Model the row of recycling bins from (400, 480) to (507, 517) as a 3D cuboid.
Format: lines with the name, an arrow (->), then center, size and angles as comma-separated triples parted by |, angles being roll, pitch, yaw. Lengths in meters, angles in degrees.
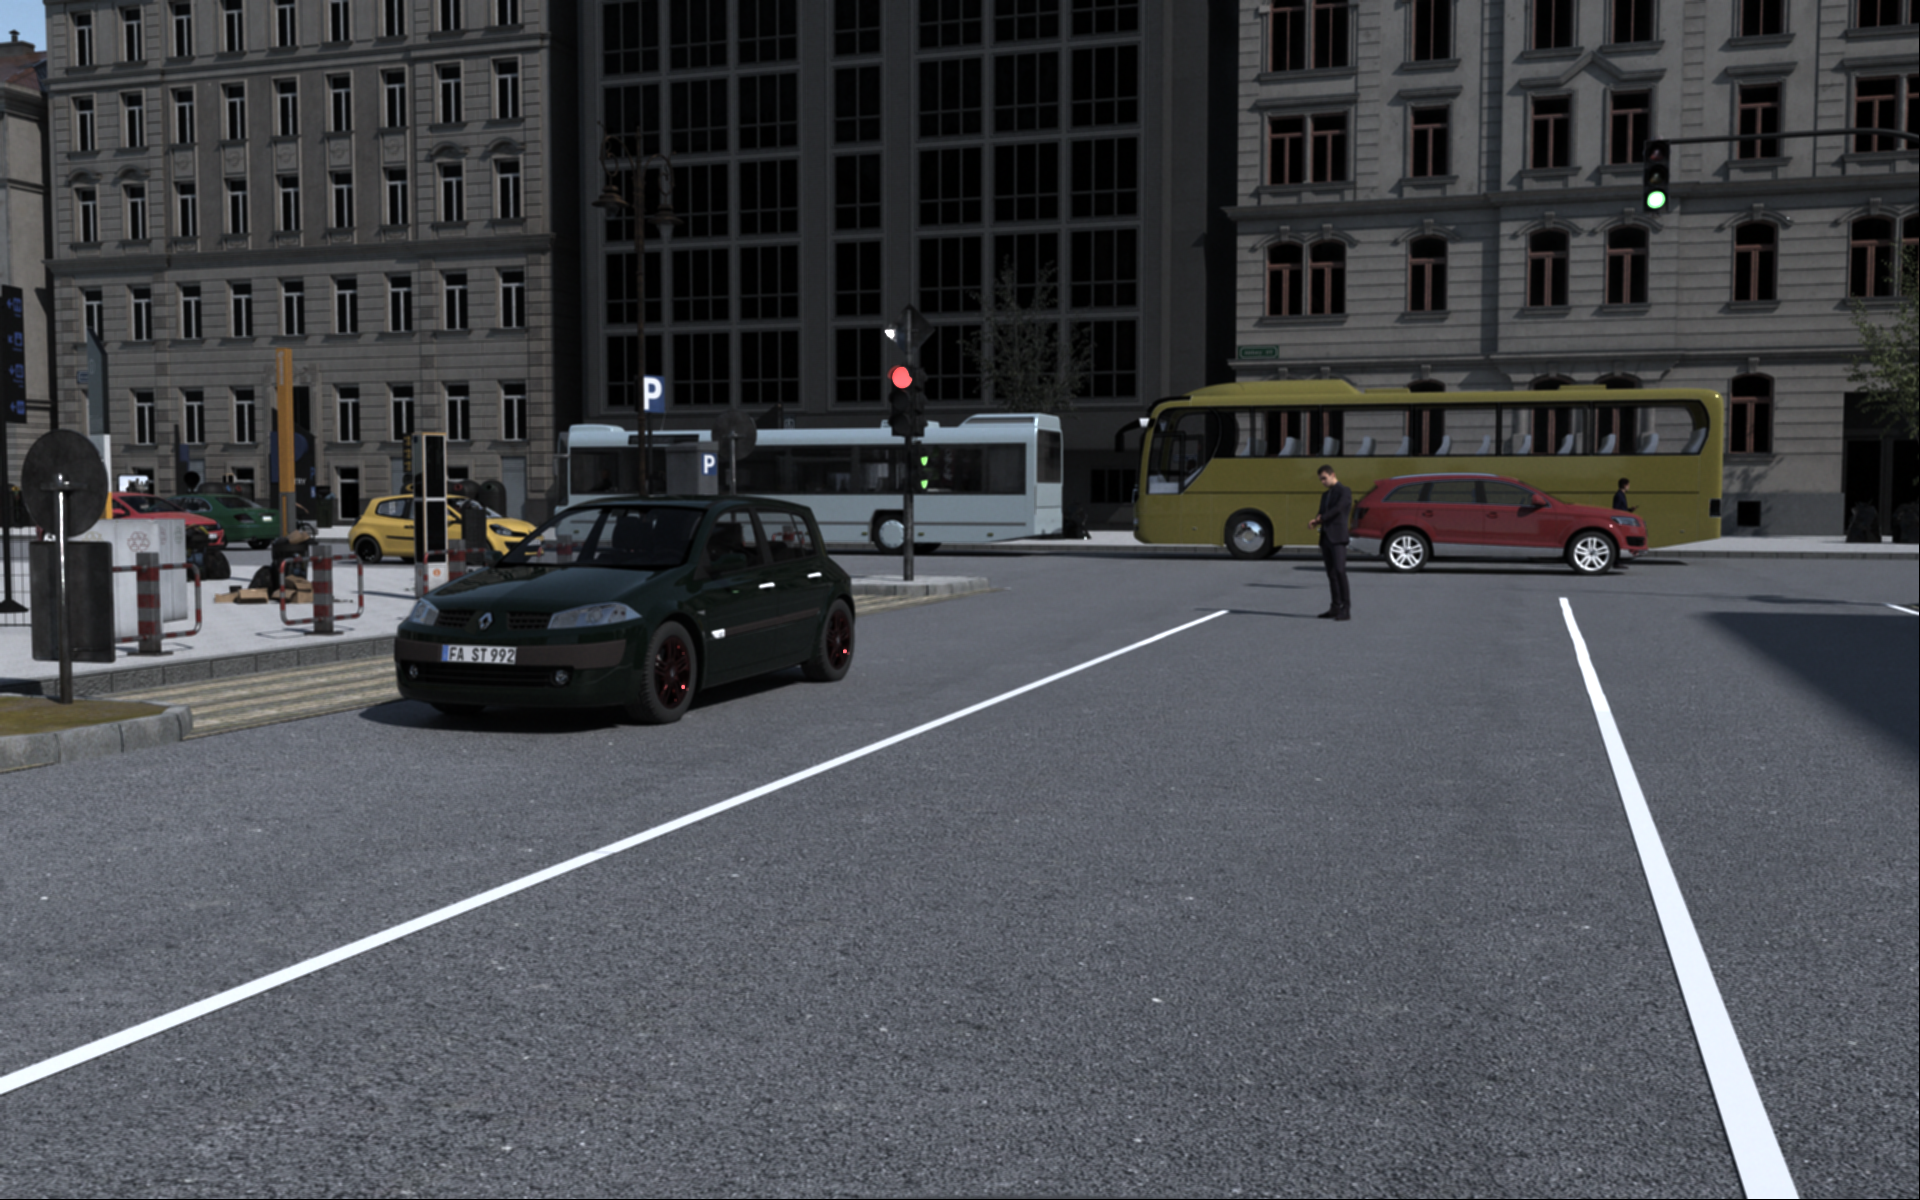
row of recycling bins -> -14.802, -2.661, 50.623 | 3.534, 1.692, 1.069 | 1, 4, 20

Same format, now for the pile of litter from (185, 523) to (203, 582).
pile of litter -> -11.588, -0.717, 25.681 | 1.176, 0.858, 1.719 | 2, 4, 34

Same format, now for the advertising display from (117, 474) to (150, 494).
advertising display -> -26.914, -3.132, 56.418 | 0.974, 1.923, 0.123 | -3, 5, -43

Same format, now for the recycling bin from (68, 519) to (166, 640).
recycling bin -> -7.490, -0.171, 15.357 | 0.722, 1.027, 0.722 | -2, 4, -27

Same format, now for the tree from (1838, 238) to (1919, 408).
tree -> 26.897, -5.982, 48.165 | 4.737, 8.622, 4.395 | 0, 3, 0

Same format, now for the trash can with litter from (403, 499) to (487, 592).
trash can with litter -> -6.971, -0.775, 23.735 | 1.678, 1.210, 2.233 | 1, 4, 18

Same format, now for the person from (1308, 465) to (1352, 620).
person -> 4.228, -0.668, 19.872 | 0.568, 1.767, 0.683 | -2, 4, -24

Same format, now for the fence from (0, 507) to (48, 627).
fence -> -9.272, -0.280, 15.789 | 2.264, 1.192, 0.480 | 0, 4, -1

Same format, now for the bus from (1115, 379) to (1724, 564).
bus -> 9.638, -2.797, 37.274 | 12.252, 3.916, 2.896 | 1, 4, 17

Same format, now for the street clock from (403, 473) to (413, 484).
street clock -> -19.368, -3.452, 61.011 | 0.471, 2.002, 0.358 | 2, 4, 30

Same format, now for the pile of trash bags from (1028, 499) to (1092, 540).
pile of trash bags -> 2.386, -2.471, 50.148 | 1.912, 1.369, 3.447 | -1, 4, -21

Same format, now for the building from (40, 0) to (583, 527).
building -> -25.277, -16.981, 74.895 | 25.104, 27.353, 12.463 | 1, 4, 18

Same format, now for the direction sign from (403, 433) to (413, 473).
direction sign -> -20.376, -4.442, 64.627 | 0.379, 3.537, 0.876 | 3, 4, 38

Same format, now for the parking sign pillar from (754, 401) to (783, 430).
parking sign pillar -> -5.691, -3.796, 50.531 | 1.447, 3.967, 1.447 | 1, 4, 22

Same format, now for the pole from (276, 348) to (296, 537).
pole -> -9.446, -1.863, 24.298 | 0.158, 3.312, 0.155 | 0, 3, 0

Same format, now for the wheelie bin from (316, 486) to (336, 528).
wheelie bin -> -24.087, -3.524, 65.517 | 0.980, 1.594, 0.693 | -3, 4, -38

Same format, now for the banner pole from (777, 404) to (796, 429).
banner pole -> -4.835, -3.545, 47.979 | 0.863, 3.779, 0.401 | 3, 4, 39

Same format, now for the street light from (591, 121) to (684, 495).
street light -> -4.044, -3.006, 21.942 | 0.468, 5.910, 1.993 | 1, 4, 18

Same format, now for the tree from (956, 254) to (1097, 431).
tree -> 2.086, -6.345, 54.104 | 4.360, 8.622, 3.978 | 0, 3, 0

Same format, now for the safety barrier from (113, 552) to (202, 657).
safety barrier -> -6.450, 0.031, 13.770 | 0.300, 0.817, 1.120 | 1, 4, 18

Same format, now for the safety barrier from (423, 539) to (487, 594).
safety barrier -> -5.150, -0.212, 17.748 | 0.300, 0.817, 1.120 | 1, 4, 18

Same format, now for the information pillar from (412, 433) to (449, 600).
information pillar -> -6.392, -1.004, 20.913 | 0.304, 2.012, 0.304 | -3, 5, -42

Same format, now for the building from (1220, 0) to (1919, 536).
building -> 21.622, -16.668, 59.920 | 23.554, 28.519, 14.401 | 1, 4, 18

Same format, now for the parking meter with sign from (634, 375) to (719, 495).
parking meter with sign -> -3.877, -1.759, 25.022 | 1.738, 3.016, 0.543 | 2, 4, 35

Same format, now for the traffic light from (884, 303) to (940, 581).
traffic light -> -0.746, -2.240, 25.539 | 0.839, 4.253, 0.868 | 1, 4, 18

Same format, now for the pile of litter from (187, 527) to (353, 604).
pile of litter -> -8.078, -0.406, 20.597 | 1.719, 0.858, 1.176 | 2, 4, 30

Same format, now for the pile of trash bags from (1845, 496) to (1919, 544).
pile of trash bags -> 24.828, -2.155, 44.993 | 3.447, 1.369, 1.912 | 3, 5, 42

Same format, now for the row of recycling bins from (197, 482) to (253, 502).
row of recycling bins -> -25.036, -3.170, 58.946 | 1.069, 1.692, 3.534 | 0, 4, -3

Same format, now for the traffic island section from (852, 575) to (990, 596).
traffic island section -> -0.781, -0.208, 25.685 | 2.009, 0.180, 2.903 | 1, 4, 18

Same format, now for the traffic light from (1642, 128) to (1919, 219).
traffic light -> 10.990, -2.870, 21.585 | 4.771, 5.953, 1.251 | 1, 4, 18

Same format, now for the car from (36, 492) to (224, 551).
car -> -19.024, -1.879, 39.765 | 4.494, 1.783, 2.155 | 1, 4, 20

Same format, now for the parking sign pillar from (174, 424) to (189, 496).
parking sign pillar -> -30.300, -4.832, 67.477 | 1.447, 3.967, 1.447 | -1, 4, -22

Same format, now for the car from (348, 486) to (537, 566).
car -> -10.499, -1.549, 35.546 | 3.980, 1.641, 2.015 | 1, 4, 17

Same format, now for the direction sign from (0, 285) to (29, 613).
direction sign -> -10.339, -1.634, 18.718 | 0.379, 3.537, 0.876 | 0, 4, 2

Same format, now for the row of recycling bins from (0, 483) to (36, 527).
row of recycling bins -> -36.007, -3.736, 68.191 | 3.534, 1.692, 1.069 | -3, 5, -44

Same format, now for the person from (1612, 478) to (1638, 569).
person -> 12.787, -1.478, 33.369 | 0.504, 1.737, 0.576 | 1, 4, 12

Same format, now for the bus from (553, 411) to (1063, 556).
bus -> -4.232, -2.896, 42.212 | 13.247, 3.499, 2.948 | 1, 4, 17

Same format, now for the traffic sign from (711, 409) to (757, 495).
traffic sign -> -3.411, -1.586, 26.032 | 0.768, 2.556, 0.104 | 1, 4, 21

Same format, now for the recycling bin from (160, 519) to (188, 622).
recycling bin -> -8.291, -0.299, 17.436 | 0.722, 1.027, 0.722 | 0, 4, 1

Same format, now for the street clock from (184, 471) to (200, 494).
street clock -> -24.351, -3.081, 54.948 | 0.471, 2.002, 0.358 | -1, 4, -22

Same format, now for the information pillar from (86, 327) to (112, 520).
information pillar -> -12.030, -2.010, 24.225 | 0.504, 3.616, 0.183 | 3, 5, 41

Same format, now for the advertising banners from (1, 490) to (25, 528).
advertising banners -> -36.045, -4.232, 65.386 | 2.074, 3.025, 0.090 | 2, 4, 28

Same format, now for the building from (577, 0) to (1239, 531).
building -> -1.388, -16.725, 66.955 | 24.014, 27.812, 14.314 | 1, 4, 18

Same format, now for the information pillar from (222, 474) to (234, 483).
information pillar -> -26.839, -3.613, 63.558 | 0.304, 2.012, 0.304 | 2, 4, 31

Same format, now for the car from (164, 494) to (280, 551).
car -> -19.855, -2.027, 44.947 | 4.920, 1.459, 2.131 | 1, 4, 19

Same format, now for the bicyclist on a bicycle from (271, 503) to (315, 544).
bicyclist on a bicycle -> -18.589, -2.330, 48.111 | 1.625, 1.676, 1.499 | 1, 4, 19

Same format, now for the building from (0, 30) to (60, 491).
building -> -47.747, -14.958, 80.722 | 21.152, 22.565, 11.583 | 1, 4, 18

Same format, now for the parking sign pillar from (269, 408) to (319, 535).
parking sign pillar -> -20.780, -4.002, 53.910 | 1.447, 3.967, 1.447 | 0, 4, 3

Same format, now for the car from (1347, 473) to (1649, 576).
car -> 9.751, -1.406, 31.666 | 5.304, 1.827, 2.281 | 1, 4, 17

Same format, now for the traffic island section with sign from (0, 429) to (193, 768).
traffic island section with sign -> -5.595, -0.075, 9.850 | 1.989, 1.847, 2.006 | 1, 4, 18

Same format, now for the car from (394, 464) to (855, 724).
car -> -2.169, -0.148, 12.207 | 2.009, 1.686, 4.222 | 1, 4, 20

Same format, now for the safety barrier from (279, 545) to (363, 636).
safety barrier -> -5.800, -0.091, 15.764 | 0.300, 0.817, 1.120 | 1, 4, 18
